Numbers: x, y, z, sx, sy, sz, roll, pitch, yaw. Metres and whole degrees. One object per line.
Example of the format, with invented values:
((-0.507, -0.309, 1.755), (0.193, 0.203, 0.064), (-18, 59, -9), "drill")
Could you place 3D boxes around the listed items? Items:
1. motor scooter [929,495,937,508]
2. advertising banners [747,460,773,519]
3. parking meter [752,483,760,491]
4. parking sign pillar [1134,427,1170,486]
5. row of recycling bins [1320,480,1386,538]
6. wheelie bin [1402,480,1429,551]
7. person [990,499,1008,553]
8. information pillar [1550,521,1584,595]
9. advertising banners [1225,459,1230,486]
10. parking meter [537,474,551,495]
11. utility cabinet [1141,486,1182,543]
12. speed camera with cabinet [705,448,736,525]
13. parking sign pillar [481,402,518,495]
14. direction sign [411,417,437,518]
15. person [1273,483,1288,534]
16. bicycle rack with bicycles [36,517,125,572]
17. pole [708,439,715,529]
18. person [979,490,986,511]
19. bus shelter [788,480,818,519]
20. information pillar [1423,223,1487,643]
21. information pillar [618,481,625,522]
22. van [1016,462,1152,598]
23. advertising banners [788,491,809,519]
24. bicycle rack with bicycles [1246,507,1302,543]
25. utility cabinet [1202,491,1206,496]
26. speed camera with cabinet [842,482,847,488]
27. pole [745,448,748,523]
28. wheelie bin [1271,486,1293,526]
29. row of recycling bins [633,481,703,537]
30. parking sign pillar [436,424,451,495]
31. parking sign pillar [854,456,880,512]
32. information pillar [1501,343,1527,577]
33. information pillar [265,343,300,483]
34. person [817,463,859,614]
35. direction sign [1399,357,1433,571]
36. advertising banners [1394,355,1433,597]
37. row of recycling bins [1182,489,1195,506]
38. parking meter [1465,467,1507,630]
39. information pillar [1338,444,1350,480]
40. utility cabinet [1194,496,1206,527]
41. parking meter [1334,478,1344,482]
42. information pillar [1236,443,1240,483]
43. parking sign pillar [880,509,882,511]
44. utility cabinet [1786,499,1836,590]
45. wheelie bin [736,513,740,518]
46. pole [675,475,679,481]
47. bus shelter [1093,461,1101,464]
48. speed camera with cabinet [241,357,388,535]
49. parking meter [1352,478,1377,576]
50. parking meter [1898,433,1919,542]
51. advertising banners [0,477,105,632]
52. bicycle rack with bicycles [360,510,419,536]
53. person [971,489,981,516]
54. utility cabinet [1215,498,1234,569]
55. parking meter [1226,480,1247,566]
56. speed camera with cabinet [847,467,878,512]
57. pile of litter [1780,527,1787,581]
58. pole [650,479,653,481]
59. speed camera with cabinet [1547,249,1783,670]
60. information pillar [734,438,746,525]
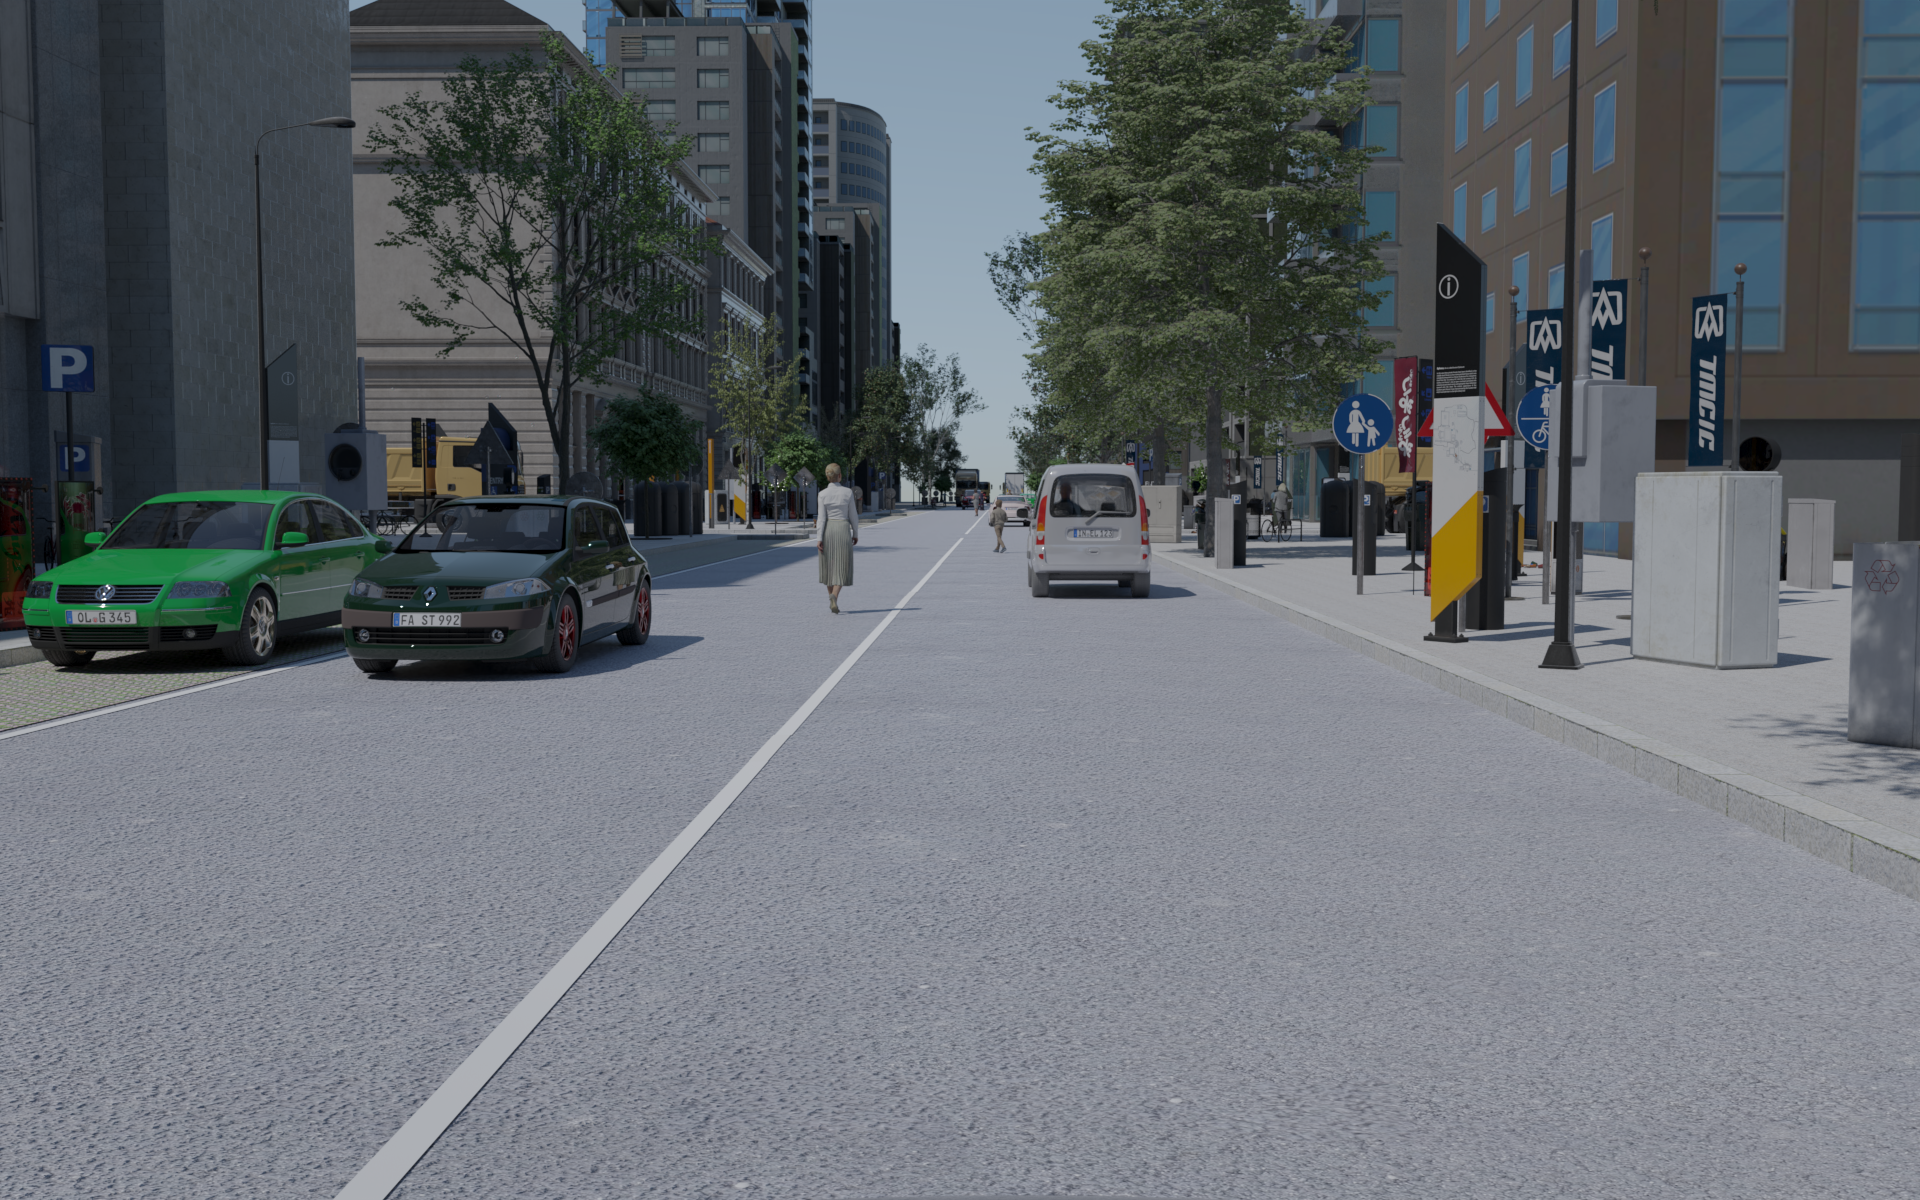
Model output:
((-2.718, -9.962, 175.650), (0.815, 1.314, 1.986), (0, 4, 3), "motor scooter")
((-10.308, -5.613, 87.955), (2.074, 3.025, 0.090), (1, 4, 22), "advertising banners")
((-10.472, -5.081, 88.787), (0.399, 1.863, 0.255), (3, 5, 44), "parking meter")
((7.338, -4.763, 66.340), (1.447, 3.967, 1.447), (2, 4, 26), "parking sign pillar")
((11.952, -2.771, 52.425), (1.069, 1.692, 3.534), (3, 4, 37), "row of recycling bins")
((10.450, -1.914, 39.207), (0.693, 1.594, 0.980), (-1, 4, -18), "wheelie bin")
((0.937, -1.796, 42.135), (0.475, 1.303, 0.640), (-3, 4, -36), "person")
((7.722, -1.071, 21.998), (0.304, 2.012, 0.304), (3, 5, 45), "information pillar")
((13.669, -5.505, 86.201), (0.090, 3.025, 2.074), (3, 4, 36), "advertising banners")
((-12.104, -2.733, 50.400), (0.255, 1.863, 0.399), (1, 4, 21), "parking meter")
((5.222, -2.247, 45.413), (1.173, 1.500, 0.318), (3, 4, 36), "utility cabinet")
((-9.983, -4.849, 73.614), (0.660, 3.252, 2.038), (2, 4, 31), "speed camera with cabinet")
((-13.436, -3.795, 50.526), (1.447, 3.967, 1.447), (3, 5, 43), "parking sign pillar")
((-15.923, -3.640, 51.515), (0.379, 3.537, 0.876), (2, 4, 34), "direction sign")
((10.926, -3.085, 59.115), (0.537, 1.800, 0.526), (0, 4, -3), "person")
((-13.045, -0.847, 27.235), (2.852, 0.926, 2.925), (-2, 4, -32), "bicycle rack with bicycles")
((-9.219, -4.303, 64.194), (0.158, 3.312, 0.155), (0, 3, 0), "pole")
((1.990, -8.582, 149.266), (0.568, 1.767, 0.683), (1, 4, 15), "person")
((-8.058, -5.995, 91.934), (2.014, 3.302, 5.546), (0, 4, 1), "bus shelter")
((4.273, -1.439, 14.883), (0.183, 3.616, 0.504), (-3, 4, -36), "information pillar")
((-15.512, -4.582, 79.409), (0.304, 2.012, 0.304), (0, 4, -6), "information pillar")
((1.837, -1.123, 25.366), (2.013, 2.044, 4.112), (0, 4, 1), "van")
((-8.532, -5.634, 88.310), (0.090, 3.025, 2.074), (3, 5, 44), "advertising banners")
((7.866, -2.034, 46.631), (2.852, 0.926, 2.925), (2, 4, 31), "bicycle rack with bicycles")
((16.555, -6.623, 116.967), (0.318, 1.500, 1.173), (0, 4, -3), "utility cabinet")
((-8.208, -8.211, 128.579), (0.660, 3.252, 2.038), (2, 4, 24), "speed camera with cabinet")
((-9.591, -5.109, 77.379), (0.158, 3.312, 0.155), (0, 3, 0), "pole")
((12.941, -3.787, 69.830), (0.980, 1.594, 0.693), (-3, 5, -41), "wheelie bin")
((-9.014, -2.862, 53.908), (1.069, 1.692, 3.534), (1, 4, 19), "row of recycling bins")
((-19.648, -4.725, 65.718), (1.447, 3.967, 1.447), (-3, 5, -42), "parking sign pillar")
((-6.874, -8.193, 122.431), (1.447, 3.967, 1.447), (3, 5, 42), "parking sign pillar")
((8.579, -2.170, 26.827), (0.504, 3.616, 0.183), (-2, 4, -32), "information pillar")
((-10.467, -2.169, 26.822), (0.183, 3.616, 0.504), (3, 5, 44), "information pillar")
((-1.486, -0.733, 20.705), (0.478, 1.798, 0.641), (1, 4, 11), "person")
((7.597, -2.259, 28.938), (0.876, 3.537, 0.379), (-3, 4, -38), "direction sign")
((5.928, -1.542, 21.407), (0.090, 3.025, 2.074), (-1, 4, -19), "advertising banners")
((15.353, -7.165, 124.255), (3.534, 1.692, 1.069), (-1, 4, -15), "row of recycling bins")
((4.986, -0.491, 16.442), (0.372, 1.533, 0.369), (0, 3, 0), "parking meter")
((15.131, -4.702, 68.224), (0.504, 3.616, 0.183), (-1, 4, -19), "information pillar")
((9.509, -3.490, 68.231), (0.306, 1.237, 1.020), (-1, 4, -14), "utility cabinet")
((14.050, -3.571, 64.093), (0.399, 1.863, 0.255), (-2, 4, -25), "parking meter")
((12.689, -5.370, 79.150), (0.183, 3.616, 0.504), (0, 4, -5), "information pillar")
((-6.497, -8.547, 128.210), (1.447, 3.967, 1.447), (0, 4, -7), "parking sign pillar")
((11.655, -0.768, 23.725), (0.306, 1.237, 1.020), (1, 4, 8), "utility cabinet")
((-11.659, -5.145, 92.029), (0.980, 1.594, 0.693), (0, 4, -2), "wheelie bin")
((-14.645, -5.862, 89.692), (0.158, 3.312, 0.155), (0, 3, 0), "pole")
((7.382, -6.521, 100.546), (2.014, 3.302, 5.546), (0, 4, 2), "bus shelter")
((-9.355, -1.879, 25.055), (2.038, 3.252, 0.660), (1, 4, 13), "speed camera with cabinet")
((6.381, -1.156, 27.316), (0.372, 1.533, 0.369), (0, 3, 0), "parking meter")
((9.342, -0.677, 16.785), (0.399, 1.863, 0.255), (0, 4, -2), "parking meter")
((-8.872, -1.225, 16.212), (0.090, 3.025, 2.074), (1, 4, 19), "advertising banners")
((-18.178, -2.441, 53.292), (2.925, 0.926, 2.852), (-1, 4, -19), "bicycle rack with bicycles")
((1.042, -6.292, 111.738), (0.716, 1.782, 0.532), (-3, 5, -40), "person")
((4.604, -1.161, 30.142), (0.306, 1.237, 1.020), (0, 4, 6), "utility cabinet")
((4.940, -1.382, 31.001), (0.372, 1.533, 0.369), (0, 3, 0), "parking meter")
((-6.978, -8.031, 125.643), (2.038, 3.252, 0.660), (-1, 4, -14), "speed camera with cabinet")
((11.903, -0.726, 25.829), (1.719, 0.858, 1.176), (0, 4, 6), "pile of litter")
((-11.700, -4.400, 65.784), (0.158, 3.312, 0.155), (0, 3, 0), "pole")
((5.464, -1.174, 13.529), (0.660, 3.252, 2.038), (-1, 4, -18), "speed camera with cabinet")
((-9.194, -4.955, 72.374), (0.504, 3.616, 0.183), (0, 4, -6), "information pillar")
